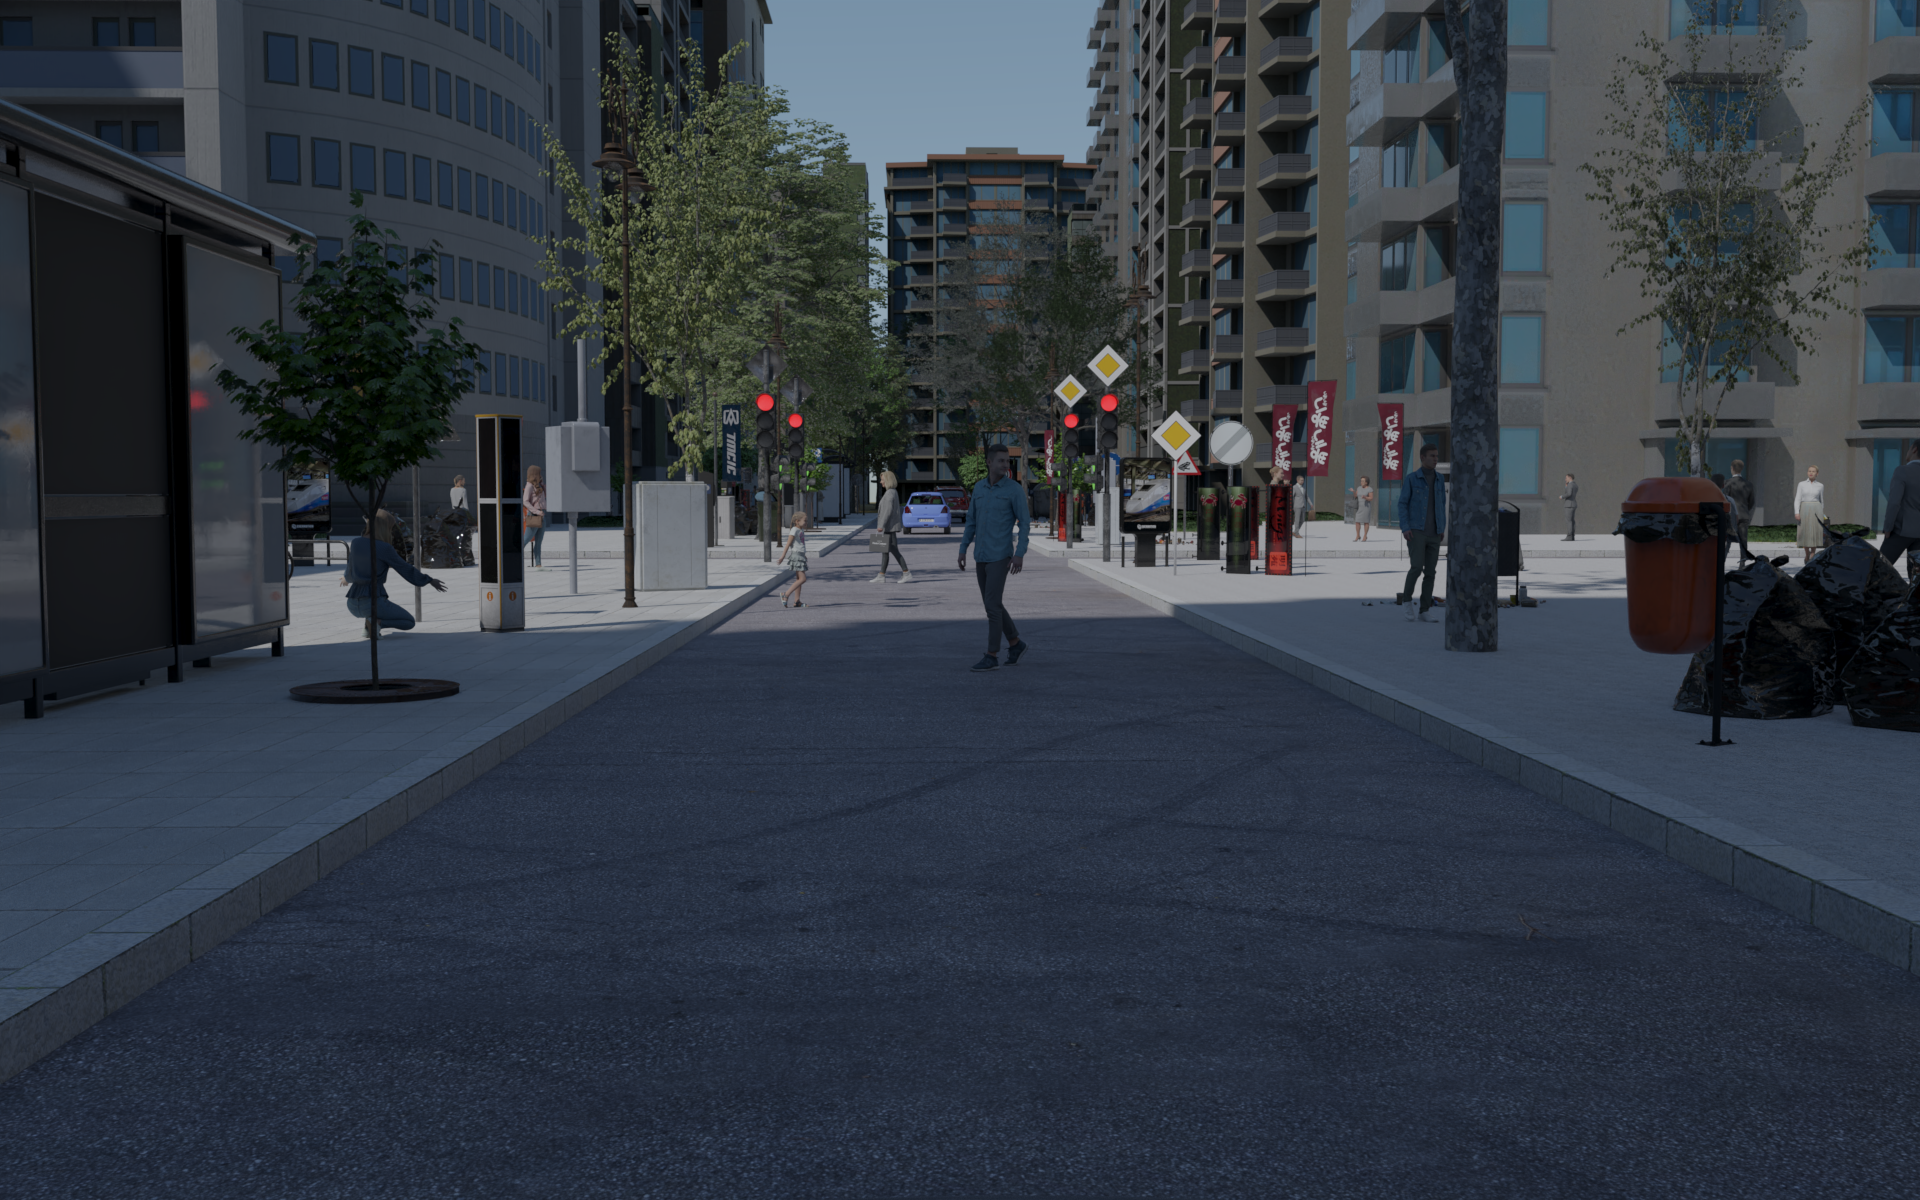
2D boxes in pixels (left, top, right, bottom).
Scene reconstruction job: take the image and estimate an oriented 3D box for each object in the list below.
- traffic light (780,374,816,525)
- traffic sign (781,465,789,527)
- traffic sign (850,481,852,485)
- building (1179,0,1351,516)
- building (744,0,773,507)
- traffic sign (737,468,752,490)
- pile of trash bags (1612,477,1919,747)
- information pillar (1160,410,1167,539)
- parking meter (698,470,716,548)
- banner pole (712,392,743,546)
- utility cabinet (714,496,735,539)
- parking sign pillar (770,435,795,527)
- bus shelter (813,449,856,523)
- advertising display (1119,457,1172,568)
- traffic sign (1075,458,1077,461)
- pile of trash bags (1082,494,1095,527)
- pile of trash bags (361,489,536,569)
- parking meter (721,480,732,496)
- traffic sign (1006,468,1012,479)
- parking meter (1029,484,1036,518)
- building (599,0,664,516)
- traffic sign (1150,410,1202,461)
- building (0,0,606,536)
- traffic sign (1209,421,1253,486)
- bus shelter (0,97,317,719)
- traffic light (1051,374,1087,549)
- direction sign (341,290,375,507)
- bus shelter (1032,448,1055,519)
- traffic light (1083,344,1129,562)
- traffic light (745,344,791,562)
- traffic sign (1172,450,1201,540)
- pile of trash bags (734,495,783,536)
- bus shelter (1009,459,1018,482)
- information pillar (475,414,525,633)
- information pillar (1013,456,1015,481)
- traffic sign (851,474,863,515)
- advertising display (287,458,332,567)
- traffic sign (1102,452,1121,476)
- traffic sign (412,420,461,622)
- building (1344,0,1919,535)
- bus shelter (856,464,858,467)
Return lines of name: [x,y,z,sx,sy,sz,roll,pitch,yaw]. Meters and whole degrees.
traffic light: [-3.798,-3.153,40.470,0.839,4.253,0.868,0,4,-1]
traffic sign: [-6.795,-4.058,66.457,0.768,2.556,0.104,0,4,-1]
traffic sign: [-7.065,-6.537,106.875,0.884,2.594,0.081,0,4,0]
building: [24.780,-27.326,101.397,22.147,44.769,28.867,0,4,-1]
building: [-32.696,-35.238,165.376,27.495,52.752,28.713,0,4,-1]
traffic sign: [-8.327,-3.957,66.823,0.606,2.300,0.079,0,4,8]
pile of trash bags: [4.931,-0.004,9.811,3.447,1.369,1.912,-2,4,-33]
information pillar: [5.721,-3.501,48.600,0.183,3.616,0.504,0,4,2]
parking meter: [-6.063,-2.190,41.524,0.399,1.863,0.255,0,4,-4]
banner pole: [-5.774,-3.215,42.590,0.863,3.779,0.401,-1,4,-15]
utility cabinet: [-6.964,-2.351,49.607,1.020,1.237,0.306,2,4,24]
parking sign pillar: [-6.952,-4.886,68.359,1.447,3.967,1.447,-2,4,-24]
bus shelter: [-6.025,-5.259,79.906,2.014,3.302,5.546,0,4,-1]
advertising display: [3.253,-1.538,30.365,0.974,1.923,0.123,-1,4,-20]
traffic sign: [3.391,-3.275,53.650,0.768,2.556,0.104,0,4,3]
pile of trash bags: [5.008,-3.670,69.760,1.912,1.369,3.447,1,4,12]
pile of trash bags: [-8.938,-1.266,30.451,3.447,1.369,1.912,1,4,11]
parking meter: [-8.200,-3.373,60.862,0.255,1.863,0.399,2,4,25]
traffic sign: [1.984,-4.817,78.870,0.768,2.556,0.104,0,3,0]
parking meter: [3.950,-5.427,94.439,0.399,1.863,0.255,1,4,12]
building: [-24.561,-19.908,97.202,14.160,30.474,14.107,0,4,-1]
traffic sign: [3.404,-1.679,27.191,0.795,2.593,0.064,0,4,7]
building: [-26.309,-31.867,63.032,21.231,58.520,28.212,0,4,-1]
traffic sign: [4.729,-1.846,30.294,0.768,2.556,0.104,0,4,3]
bus shelter: [-6.047,-1.935,9.277,2.179,5.291,8.768,0,4,-1]
traffic light: [2.561,-3.163,40.641,0.839,4.253,0.868,0,4,-1]
direction sign: [-6.692,-1.694,19.688,0.379,3.537,0.876,2,4,24]
bus shelter: [4.798,-6.083,90.740,1.731,3.624,6.357,0,4,-1]
traffic light: [2.756,-2.675,32.658,0.839,4.253,0.868,0,4,-1]
traffic light: [-3.603,-2.665,32.487,0.839,4.253,0.868,0,4,-1]
traffic sign: [6.237,-2.939,48.049,0.884,2.594,0.081,0,4,3]
pile of trash bags: [-6.756,-2.745,54.638,1.912,1.369,3.447,2,4,31]
bus shelter: [2.770,-7.359,111.596,1.731,3.624,6.357,0,4,-1]
information pillar: [-4.272,-0.711,16.115,0.304,2.012,0.304,2,4,34]
information pillar: [3.333,-7.025,106.206,0.183,3.616,0.504,0,4,-4]
traffic sign: [-6.421,-6.629,108.494,0.768,2.556,0.104,0,4,3]
advertising display: [-11.636,-1.555,30.641,0.974,1.923,0.123,-1,4,-17]
traffic sign: [4.567,-3.222,52.786,0.768,2.556,0.104,0,4,2]
traffic sign: [-5.427,-1.057,17.289,0.884,2.594,0.081,0,4,1]
building: [29.402,-27.119,63.002,30.456,49.044,23.786,0,4,-1]
bus shelter: [-6.500,-5.999,92.014,2.014,3.302,5.546,0,4,-1]
